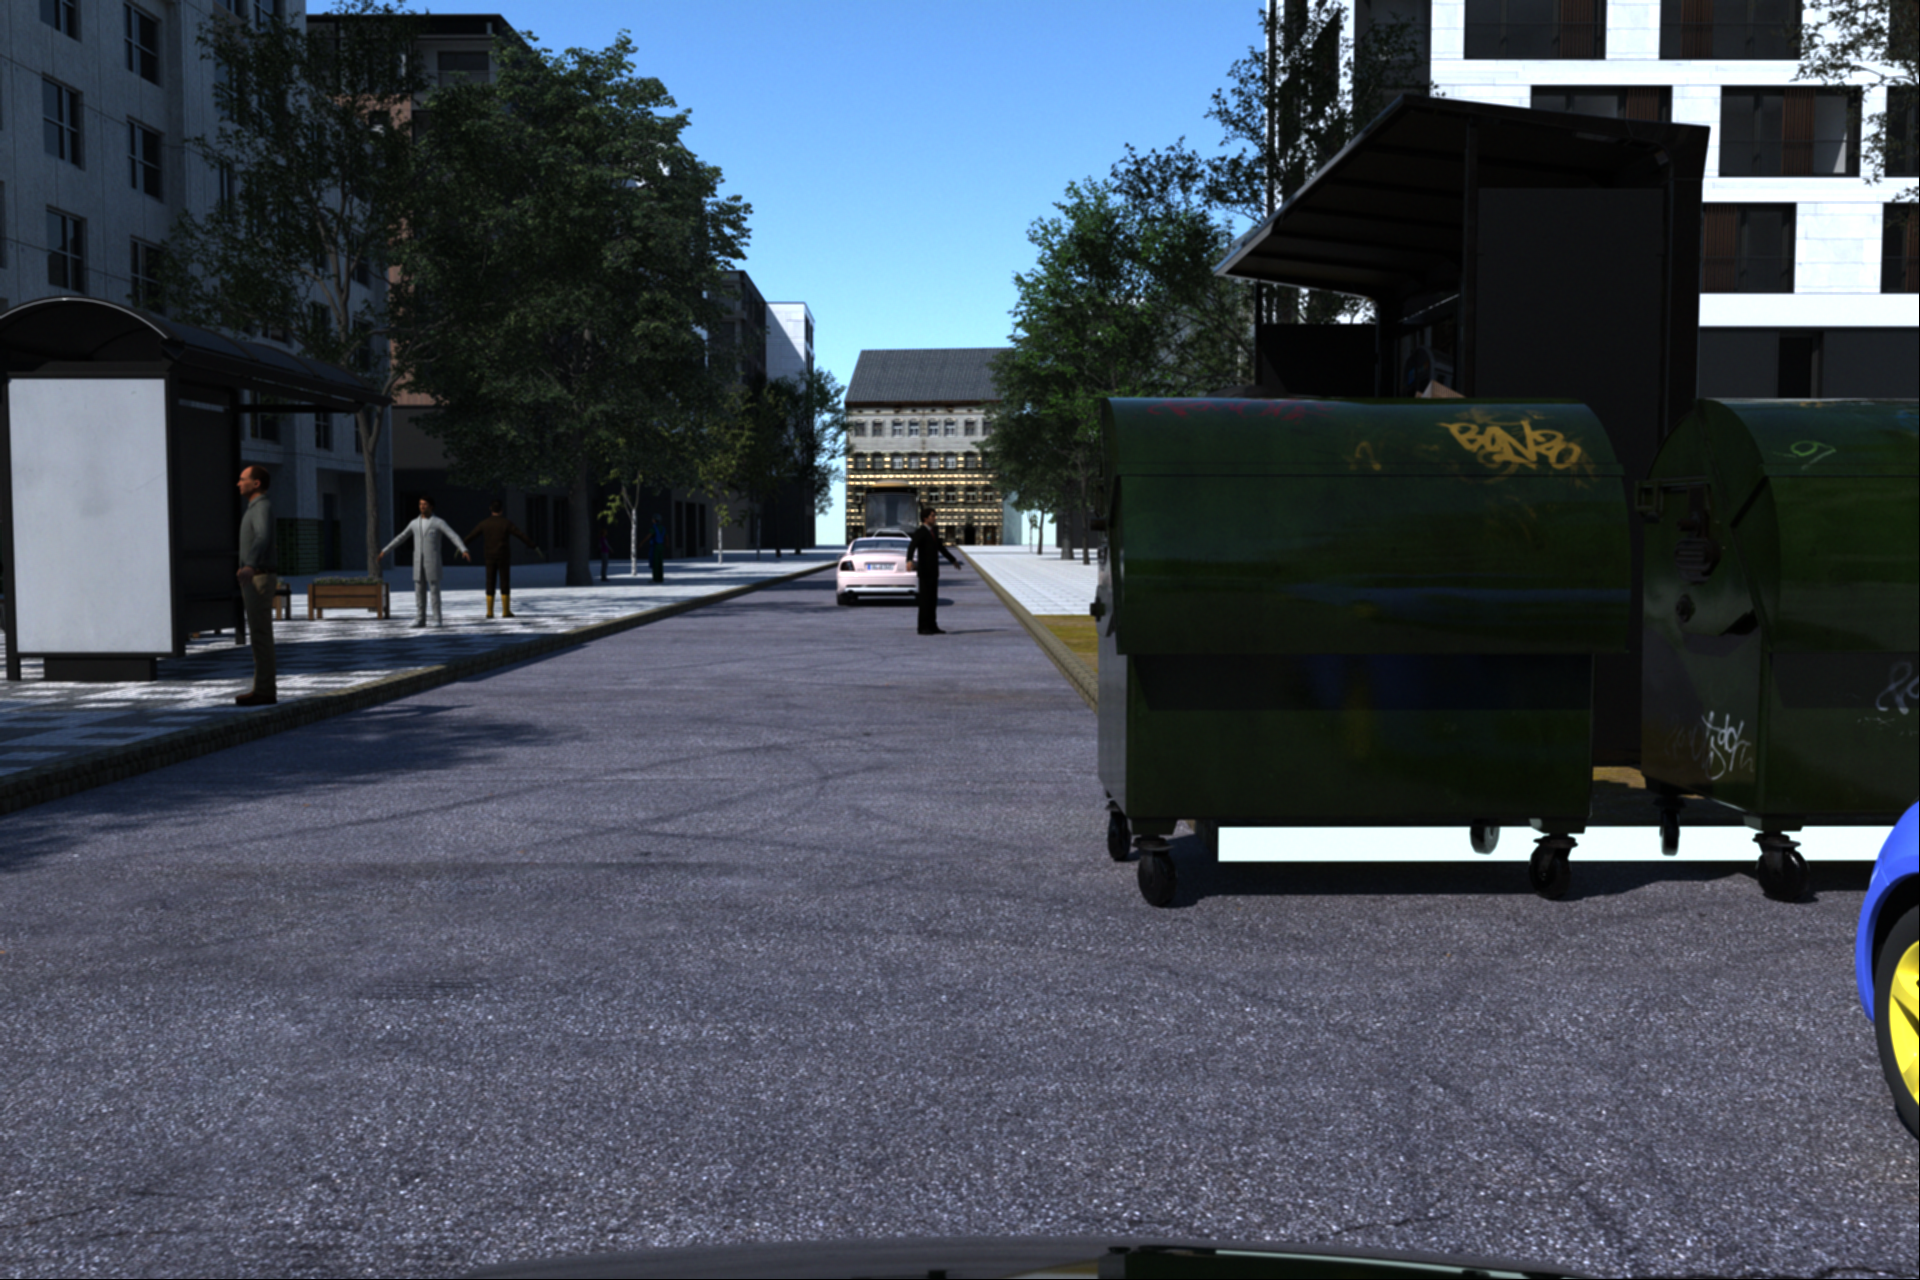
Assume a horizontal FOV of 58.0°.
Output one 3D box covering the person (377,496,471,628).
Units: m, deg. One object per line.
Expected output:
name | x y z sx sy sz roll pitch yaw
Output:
person | -7.315 -1.074 23.746 1.347 1.806 0.705 1 4 9

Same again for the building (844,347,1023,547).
building | -2.709 -22.665 203.954 18.063 23.208 19.493 1 4 9

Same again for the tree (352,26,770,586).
tree | -9.626 -8.330 42.843 9.857 13.997 8.962 0 3 0

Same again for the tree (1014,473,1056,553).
tree | 4.915 -10.032 114.386 4.737 8.622 4.395 0 3 0

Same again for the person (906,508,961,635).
person | -0.428 -0.986 24.757 0.705 1.806 1.347 2 4 32

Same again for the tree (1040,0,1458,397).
tree | 5.596 -5.823 29.611 8.767 10.594 7.601 -1 4 -9

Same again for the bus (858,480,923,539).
bus | -3.171 -5.595 83.027 2.896 3.916 12.252 0 4 -1

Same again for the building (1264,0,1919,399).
building | 23.811 -13.140 58.807 27.936 21.610 32.646 0 4 0

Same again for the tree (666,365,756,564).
tree | -10.522 -7.585 74.385 4.737 8.622 4.395 0 3 0

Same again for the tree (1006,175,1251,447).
tree | 4.931 -7.671 51.171 9.928 11.665 9.643 0 3 0

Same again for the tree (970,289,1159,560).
tree | 5.240 -10.937 85.480 9.857 13.997 8.962 0 3 0

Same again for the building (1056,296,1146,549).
building | 22.977 -19.647 165.209 27.936 21.610 32.646 0 4 0

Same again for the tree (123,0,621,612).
tree | -9.569 -5.758 28.550 8.767 10.594 7.601 0 4 3

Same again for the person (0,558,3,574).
person | -9.633 -0.646 16.330 0.705 1.858 1.354 2 4 28

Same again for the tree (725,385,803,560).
tree | -9.958 -8.296 86.009 4.737 8.622 4.395 0 3 0

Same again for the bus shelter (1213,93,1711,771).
bus shelter | 3.163 -1.291 12.398 1.731 3.624 6.357 0 4 -1

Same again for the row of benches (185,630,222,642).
row of benches | -9.449 -0.292 20.230 1.422 0.672 4.104 -1 4 -9

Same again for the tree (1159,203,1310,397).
tree | 5.797 -5.446 39.410 4.360 8.622 3.978 0 3 0

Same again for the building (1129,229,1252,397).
building | 20.971 -18.514 133.634 19.493 23.208 18.063 0 3 0

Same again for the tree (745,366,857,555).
tree | -9.860 -11.052 106.458 9.928 11.665 9.643 0 3 0

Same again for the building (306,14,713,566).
building | -28.487 -14.730 84.813 27.936 21.610 32.646 0 4 0

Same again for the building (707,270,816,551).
building | -27.528 -18.738 150.348 27.936 21.610 32.646 0 4 -1

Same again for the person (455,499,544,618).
person | -7.075 -1.247 26.529 1.346 1.812 0.704 0 4 -3

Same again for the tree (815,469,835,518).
tree | -18.008 -16.314 201.150 7.601 10.594 8.767 0 4 -3

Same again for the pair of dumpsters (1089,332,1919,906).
pair of dumpsters | 2.749 -0.137 7.190 4.436 2.255 1.574 0 4 -1

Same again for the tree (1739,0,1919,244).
tree | 11.787 -6.420 15.342 12.009 13.543 11.850 0 3 0

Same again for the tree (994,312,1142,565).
tree | 4.936 -8.405 71.832 7.601 10.594 8.767 -1 4 -11

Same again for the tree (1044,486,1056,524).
tree | 13.295 -17.315 201.224 7.486 12.596 7.792 0 3 0

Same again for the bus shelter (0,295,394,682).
bus shelter | -7.578 -1.441 17.487 2.014 3.302 5.546 0 4 -1

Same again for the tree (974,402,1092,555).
tree | 5.024 -10.531 106.597 8.767 10.594 7.601 -1 4 -20

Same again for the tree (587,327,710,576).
tree | -9.961 -6.300 53.372 4.737 8.622 4.395 0 3 0

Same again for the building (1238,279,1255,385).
building | 24.729 -15.651 86.830 19.493 23.208 18.063 0 4 0

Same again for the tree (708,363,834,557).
tree | -10.342 -9.839 95.277 7.601 10.594 8.767 0 4 3

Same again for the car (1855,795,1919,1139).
car | 3.083 0.412 2.858 1.945 1.707 3.694 0 4 -1

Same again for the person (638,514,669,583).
person | -7.993 -2.409 45.506 0.704 1.817 1.347 2 4 25

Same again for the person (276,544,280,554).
person | -12.230 -1.485 30.748 0.721 1.772 1.216 -1 4 -14

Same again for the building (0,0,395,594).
building | -28.490 -10.941 45.346 16.747 18.905 31.486 0 3 0

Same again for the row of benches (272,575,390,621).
row of benches | -10.451 -0.624 25.662 4.104 0.672 1.422 0 4 -8

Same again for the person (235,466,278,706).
person | -5.331 -0.417 13.095 0.705 1.796 1.348 -1 4 -23

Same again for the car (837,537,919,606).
car | -1.555 -1.452 36.104 2.083 1.381 4.827 0 4 0

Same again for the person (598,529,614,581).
person | -9.598 -2.309 47.023 0.599 1.433 0.991 -2 4 -28
